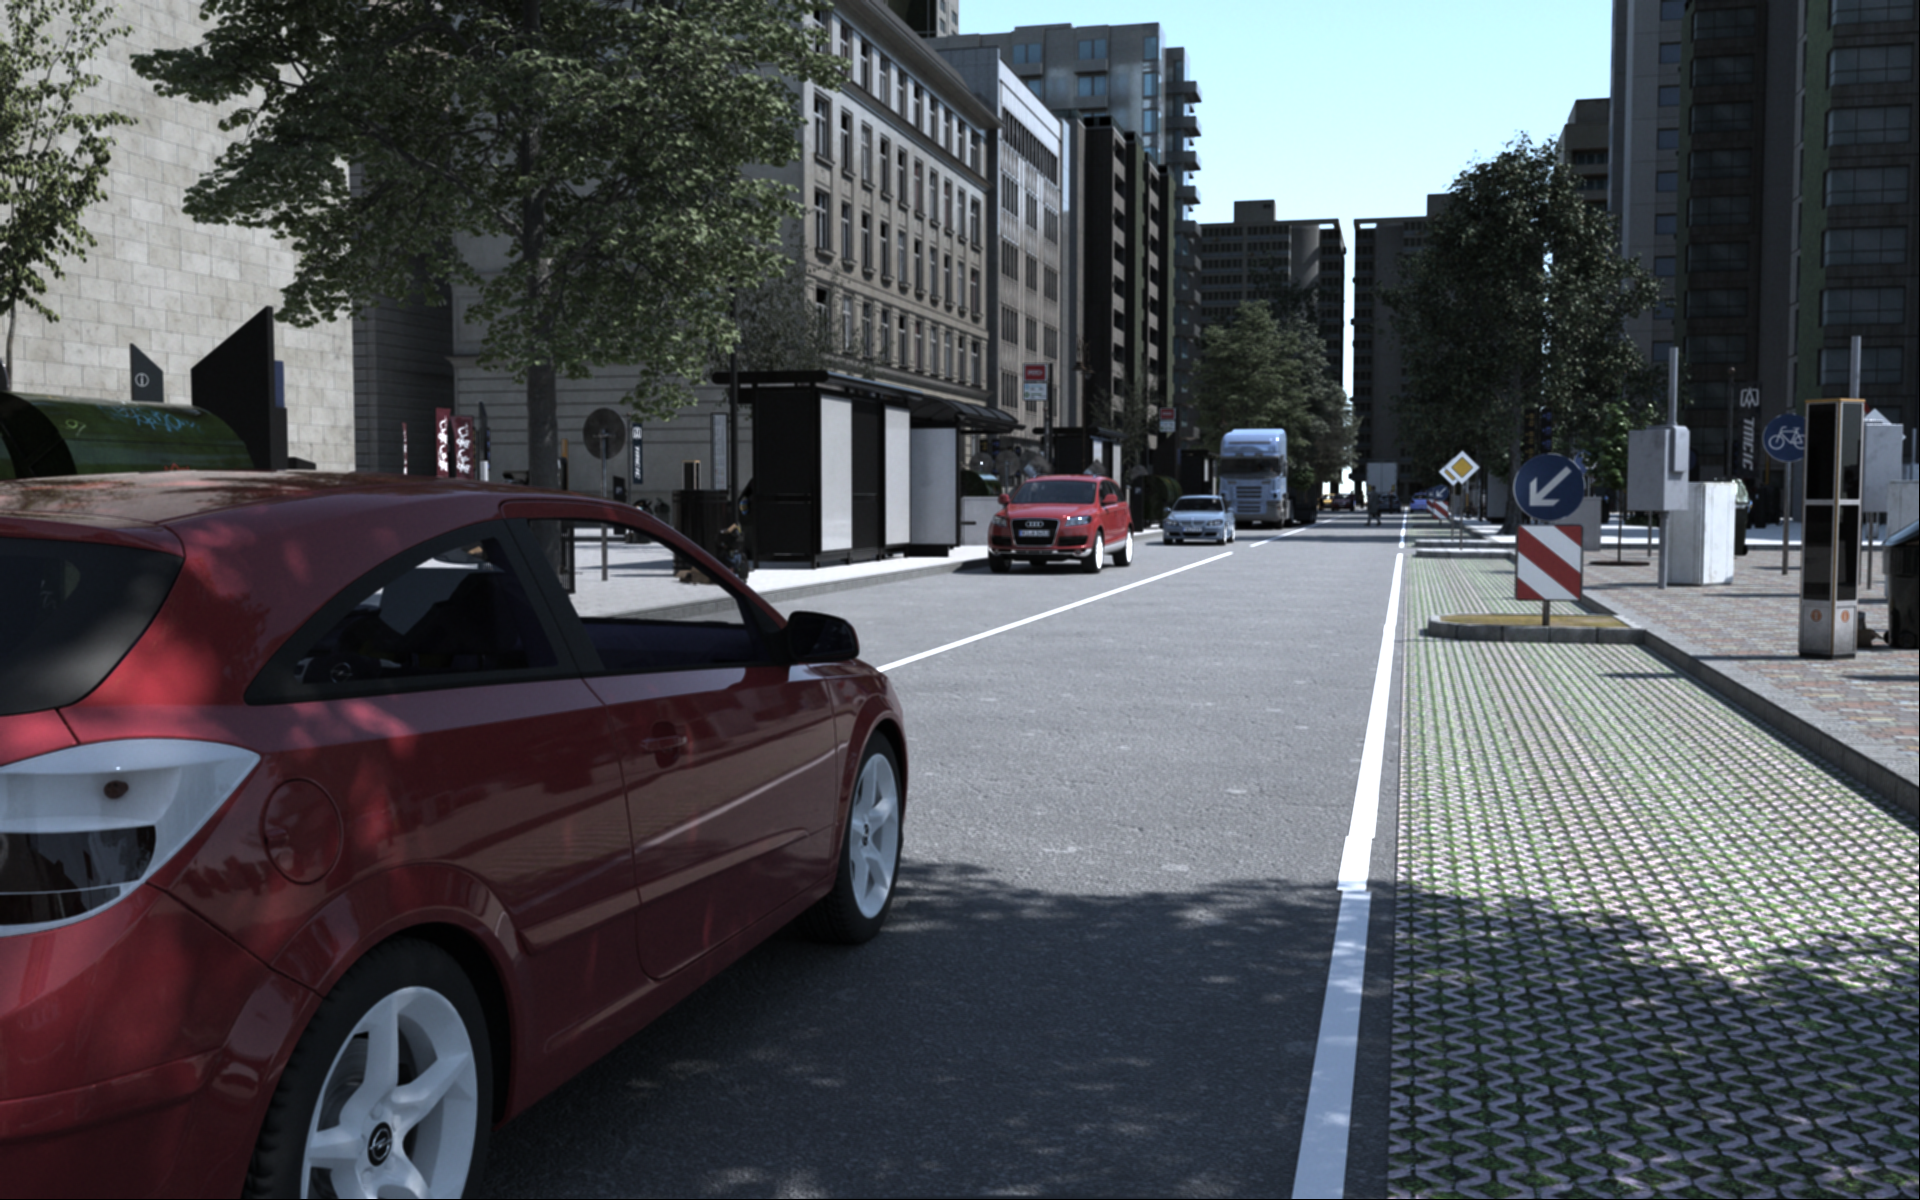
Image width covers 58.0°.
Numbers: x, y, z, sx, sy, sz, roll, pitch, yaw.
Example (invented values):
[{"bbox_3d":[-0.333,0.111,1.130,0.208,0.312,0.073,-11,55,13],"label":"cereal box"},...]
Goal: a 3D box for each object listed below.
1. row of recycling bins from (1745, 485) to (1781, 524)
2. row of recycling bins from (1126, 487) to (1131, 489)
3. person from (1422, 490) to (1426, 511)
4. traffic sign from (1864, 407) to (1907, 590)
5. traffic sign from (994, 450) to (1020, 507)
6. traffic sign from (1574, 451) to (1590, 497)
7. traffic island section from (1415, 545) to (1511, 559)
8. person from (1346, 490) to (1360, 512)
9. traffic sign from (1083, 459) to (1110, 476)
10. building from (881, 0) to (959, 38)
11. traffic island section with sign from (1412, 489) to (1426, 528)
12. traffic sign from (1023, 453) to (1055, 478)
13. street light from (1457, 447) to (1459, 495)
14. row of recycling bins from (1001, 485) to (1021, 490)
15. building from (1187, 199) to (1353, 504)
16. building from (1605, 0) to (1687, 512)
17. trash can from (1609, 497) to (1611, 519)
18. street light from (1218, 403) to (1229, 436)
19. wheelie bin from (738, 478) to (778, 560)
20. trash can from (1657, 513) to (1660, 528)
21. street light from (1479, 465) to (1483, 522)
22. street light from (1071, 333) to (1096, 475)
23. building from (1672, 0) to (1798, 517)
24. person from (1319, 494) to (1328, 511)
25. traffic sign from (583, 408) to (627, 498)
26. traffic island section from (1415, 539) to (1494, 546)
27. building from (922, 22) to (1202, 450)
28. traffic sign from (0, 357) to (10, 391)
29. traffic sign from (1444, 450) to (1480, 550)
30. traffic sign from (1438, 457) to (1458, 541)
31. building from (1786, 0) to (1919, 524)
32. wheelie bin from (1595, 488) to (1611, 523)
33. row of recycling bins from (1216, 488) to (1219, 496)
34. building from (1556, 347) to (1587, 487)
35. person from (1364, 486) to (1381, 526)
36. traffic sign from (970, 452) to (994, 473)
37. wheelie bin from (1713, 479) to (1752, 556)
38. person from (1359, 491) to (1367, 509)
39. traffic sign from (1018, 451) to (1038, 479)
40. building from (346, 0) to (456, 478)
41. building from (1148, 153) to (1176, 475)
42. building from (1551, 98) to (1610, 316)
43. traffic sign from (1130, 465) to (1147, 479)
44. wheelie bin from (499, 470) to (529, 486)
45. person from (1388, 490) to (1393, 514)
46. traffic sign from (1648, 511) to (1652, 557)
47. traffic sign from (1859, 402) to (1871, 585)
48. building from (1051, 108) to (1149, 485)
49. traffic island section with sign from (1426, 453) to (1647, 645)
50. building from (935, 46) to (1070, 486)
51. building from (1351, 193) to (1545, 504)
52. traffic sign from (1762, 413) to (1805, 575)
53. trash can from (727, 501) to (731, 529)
[{"bbox_3d":[33.912,-4.176,75.390,3.534,1.692,1.069,0,4,-7],"label":"row of recycling bins"},{"bbox_3d":[9.712,-5.589,98.498,1.069,1.692,3.534,3,4,38],"label":"row of recycling bins"},{"bbox_3d":[38.944,-8.302,144.760,0.750,1.759,0.617,0,4,5],"label":"person"},{"bbox_3d":[12.186,-1.344,23.152,0.795,2.450,0.064,1,4,17],"label":"traffic sign"},{"bbox_3d":[1.346,-3.059,50.125,0.768,2.556,0.104,1,4,20],"label":"traffic sign"},{"bbox_3d":[17.039,-2.865,46.954,0.768,2.556,0.104,1,4,22],"label":"traffic sign"},{"bbox_3d":[11.462,-1.058,39.572,2.009,0.180,2.903,1,4,14],"label":"traffic island section"},{"bbox_3d":[31.146,-7.836,137.346,1.217,1.743,0.721,3,5,40],"label":"person"},{"bbox_3d":[3.913,-2.818,49.709,0.795,2.450,0.064,1,4,14],"label":"traffic sign"},{"bbox_3d":[-12.551,-48.935,238.331,20.611,71.187,20.563,1,4,14],"label":"building"},{"bbox_3d":[19.959,-3.898,72.354,1.989,1.847,2.006,1,4,14],"label":"traffic island section with sign"},{"bbox_3d":[1.912,-2.345,41.978,0.795,2.450,0.064,1,4,14],"label":"traffic sign"},{"bbox_3d":[34.080,-8.913,118.510,0.468,5.910,1.993,1,4,14],"label":"street light"},{"bbox_3d":[2.515,-4.210,75.949,1.069,1.692,3.534,-1,4,-20],"label":"row of recycling bins"},{"bbox_3d":[39.136,-33.014,231.657,23.993,40.220,32.217,1,4,14],"label":"building"},{"bbox_3d":[61.586,-36.235,134.440,21.231,58.520,28.212,1,4,14],"label":"building"},{"bbox_3d":[31.657,-4.501,85.248,0.748,1.137,0.748,0,3,0],"label":"trash can"},{"bbox_3d":[13.356,-7.044,87.961,0.468,5.910,1.993,1,4,14],"label":"street light"},{"bbox_3d":[-3.920,-1.579,33.722,0.693,1.594,0.980,1,4,16],"label":"wheelie bin"},{"bbox_3d":[25.636,-3.132,62.855,0.748,1.137,0.748,0,3,0],"label":"trash can"},{"bbox_3d":[24.273,-6.589,80.522,0.468,5.910,1.993,1,4,14],"label":"street light"},{"bbox_3d":[3.560,-4.721,49.981,0.468,5.910,1.993,1,4,14],"label":"street light"},{"bbox_3d":[48.676,-20.099,100.320,14.160,30.474,14.107,1,4,14],"label":"building"},{"bbox_3d":[30.714,-8.226,146.185,0.799,1.438,0.628,1,4,21],"label":"person"},{"bbox_3d":[-5.264,-1.558,25.586,0.768,2.556,0.104,2,4,24],"label":"traffic sign"},{"bbox_3d":[13.464,-1.530,47.303,2.009,0.180,2.903,1,4,14],"label":"traffic island section"},{"bbox_3d":[9.202,-34.273,179.973,30.456,49.044,23.786,1,4,14],"label":"building"},{"bbox_3d":[-8.245,-0.879,14.478,0.768,2.556,0.104,1,4,20],"label":"traffic sign"},{"bbox_3d":[11.438,-2.193,39.501,0.795,2.450,0.064,1,4,14],"label":"traffic sign"},{"bbox_3d":[13.439,-2.666,47.232,0.795,2.450,0.064,1,4,14],"label":"traffic sign"},{"bbox_3d":[45.399,-24.126,78.057,14.154,41.232,14.086,1,4,14],"label":"building"},{"bbox_3d":[28.016,-4.154,75.818,0.693,1.594,0.980,-3,5,-40],"label":"wheelie bin"},{"bbox_3d":[16.830,-6.038,105.837,1.069,1.692,3.534,-2,4,-30],"label":"row of recycling bins"},{"bbox_3d":[71.412,-19.415,162.473,27.650,21.520,28.899,1,4,14],"label":"building"},{"bbox_3d":[18.682,-4.268,78.384,0.767,1.812,0.694,3,5,44],"label":"person"},{"bbox_3d":[0.641,-3.222,52.779,0.768,2.556,0.104,1,4,15],"label":"traffic sign"},{"bbox_3d":[16.035,-1.735,36.279,0.980,1.594,0.693,0,4,-7],"label":"wheelie bin"},{"bbox_3d":[39.410,-9.793,169.336,1.217,1.735,0.721,-3,5,-41],"label":"person"},{"bbox_3d":[2.034,-3.104,50.850,0.768,2.556,0.104,1,4,19],"label":"traffic sign"},{"bbox_3d":[-33.216,-17.048,75.991,25.104,27.353,12.463,1,4,14],"label":"building"},{"bbox_3d":[10.364,-22.975,147.335,14.160,30.474,14.107,1,4,14],"label":"building"},{"bbox_3d":[84.361,-36.089,213.752,21.600,48.544,21.300,1,4,14],"label":"building"},{"bbox_3d":[7.828,-4.641,75.981,0.768,2.556,0.104,1,4,16],"label":"traffic sign"},{"bbox_3d":[-5.774,-0.904,22.690,0.980,1.594,0.693,3,5,43],"label":"wheelie bin"},{"bbox_3d":[30.609,-6.977,123.383,0.445,1.727,0.742,-2,4,-28],"label":"person"},{"bbox_3d":[14.085,-2.160,35.313,0.884,2.594,0.081,1,4,22],"label":"traffic sign"},{"bbox_3d":[12.649,-1.487,24.318,0.884,2.594,0.081,1,4,23],"label":"traffic sign"},{"bbox_3d":[6.224,-22.150,133.859,14.160,30.474,14.107,1,4,14],"label":"building"},{"bbox_3d":[5.773,-0.543,17.500,1.989,1.847,2.006,1,4,14],"label":"traffic island section with sign"},{"bbox_3d":[-1.336,-17.422,102.869,12.078,24.808,19.932,1,4,14],"label":"building"},{"bbox_3d":[63.418,-32.688,226.324,23.993,40.220,32.217,1,4,14],"label":"building"},{"bbox_3d":[13.117,-1.673,27.461,0.768,2.556,0.104,1,4,20],"label":"traffic sign"},{"bbox_3d":[-5.128,-1.540,36.830,0.748,1.137,0.748,0,3,0],"label":"trash can"}]
